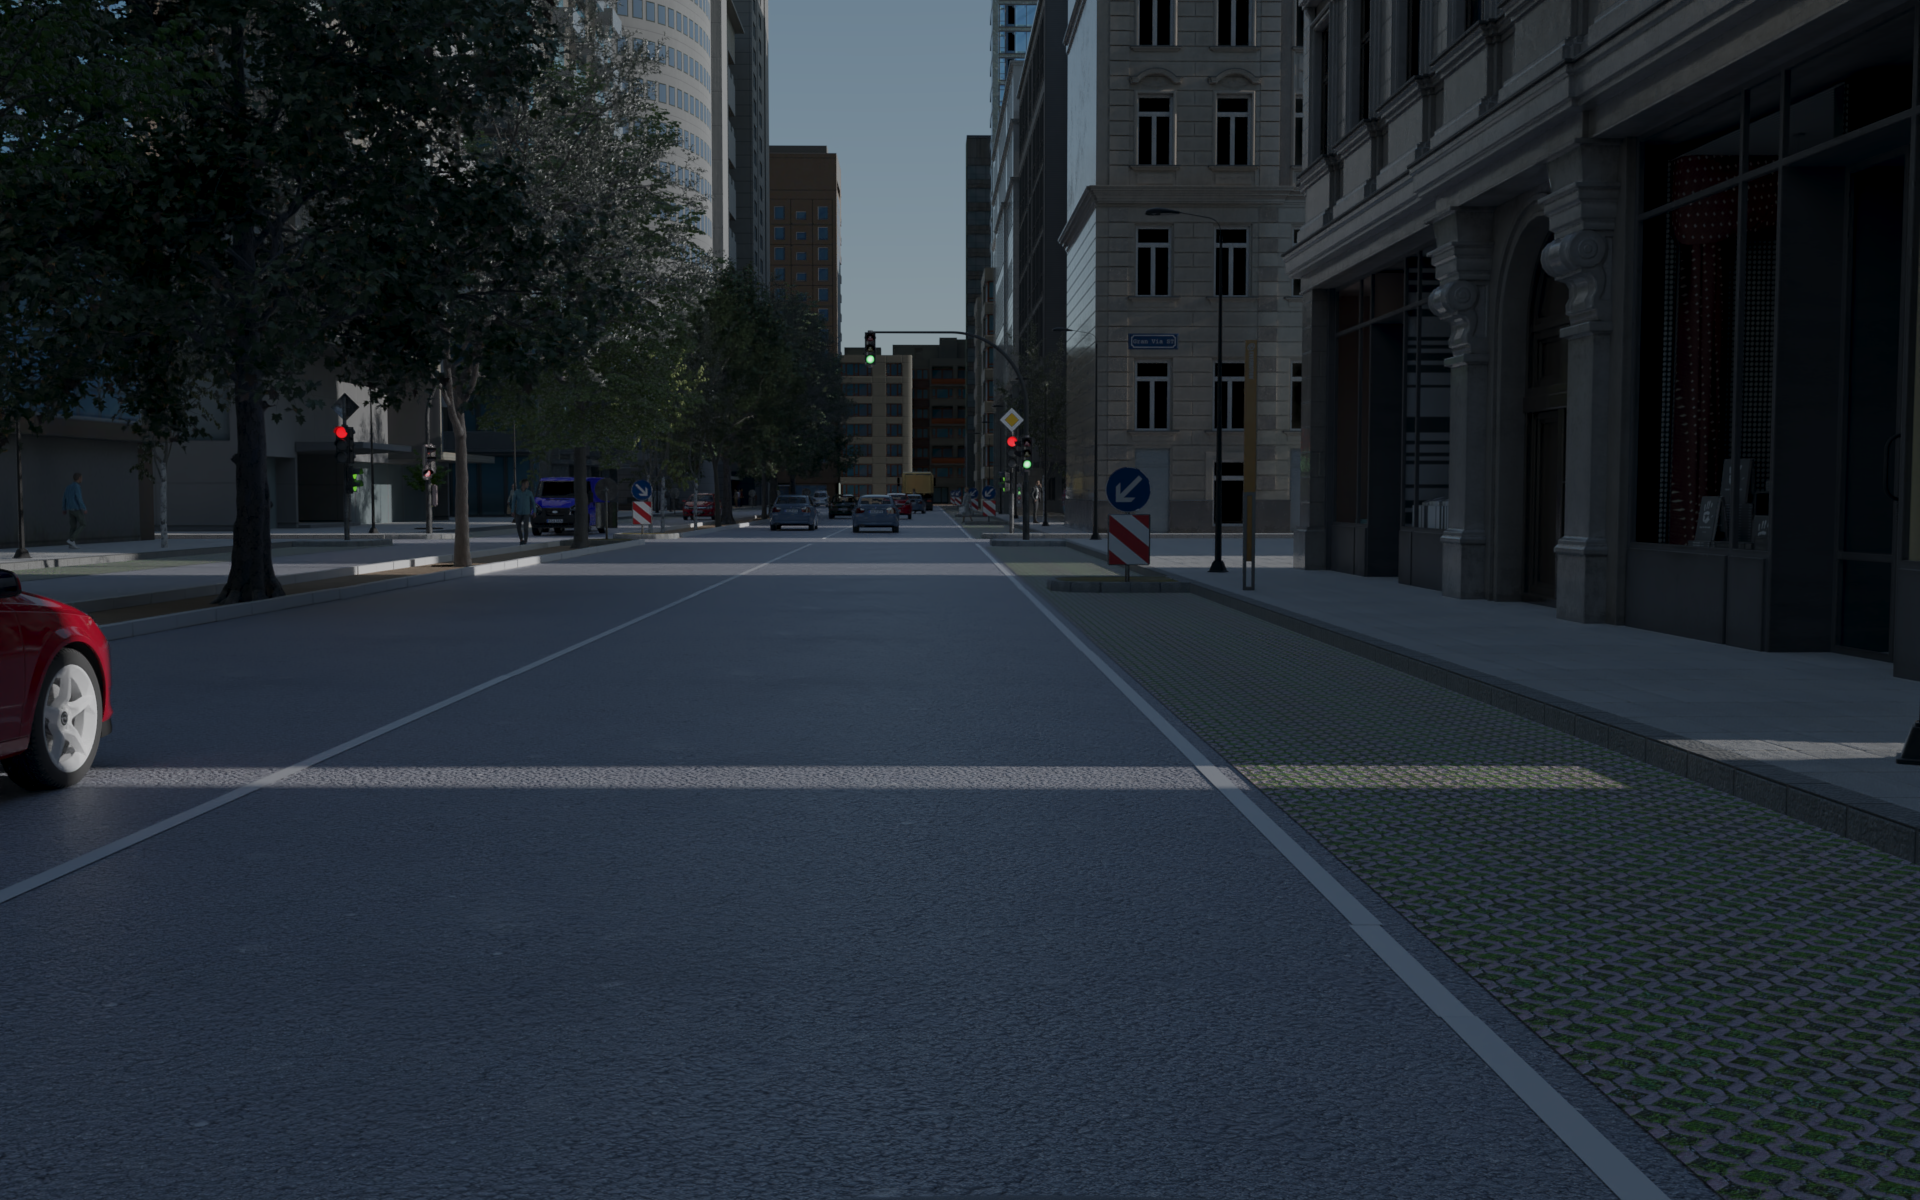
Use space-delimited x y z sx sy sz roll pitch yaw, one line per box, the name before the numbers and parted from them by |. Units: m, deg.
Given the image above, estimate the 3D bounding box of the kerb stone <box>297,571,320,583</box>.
kerb stone | -10.678 -0.363 28.137 0.120 0.150 1.000 0 4 -1

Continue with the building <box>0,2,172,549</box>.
building | -29.075 -23.868 40.356 14.200 45.320 14.600 0 4 -1

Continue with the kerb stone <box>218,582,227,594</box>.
kerb stone | -10.620 -0.176 25.068 0.120 0.150 1.000 0 4 -1

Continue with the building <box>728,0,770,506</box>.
building | -32.524 -46.301 195.277 20.611 71.187 20.563 0 4 -1

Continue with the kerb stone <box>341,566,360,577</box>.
kerb stone | -10.730 -0.489 30.188 0.120 0.150 1.000 0 4 -1

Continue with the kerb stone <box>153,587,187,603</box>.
kerb stone | -10.574 -0.050 23.008 0.120 0.150 1.000 0 4 -1

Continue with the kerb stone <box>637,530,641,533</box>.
kerb stone | -11.321 -2.338 60.418 0.120 0.150 1.000 0 4 -1

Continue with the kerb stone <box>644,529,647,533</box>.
kerb stone | -11.343 -2.399 61.442 0.120 0.150 1.000 0 4 -1

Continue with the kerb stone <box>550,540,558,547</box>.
kerb stone | -11.042 -1.492 46.587 0.120 0.150 1.000 0 4 -1

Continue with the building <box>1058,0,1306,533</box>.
building | 16.327 -16.160 61.483 25.104 27.353 12.463 0 4 -1

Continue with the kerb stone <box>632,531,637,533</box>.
kerb stone | -11.310 -2.275 59.396 0.120 0.150 1.000 0 4 -1

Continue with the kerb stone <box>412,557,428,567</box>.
kerb stone | -10.794 -0.740 34.294 0.120 0.150 1.000 0 4 -1

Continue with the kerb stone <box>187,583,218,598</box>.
kerb stone | -10.600 -0.113 24.047 0.120 0.150 1.000 0 4 -1

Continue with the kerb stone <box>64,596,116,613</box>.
kerb stone | -10.541 0.077 20.956 0.120 0.150 1.000 0 4 -1

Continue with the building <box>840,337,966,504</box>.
building | -0.764 -23.498 229.225 28.899 21.520 27.650 0 4 -1

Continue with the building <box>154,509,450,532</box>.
building | -35.935 -29.389 69.751 28.713 52.752 27.495 0 4 -1

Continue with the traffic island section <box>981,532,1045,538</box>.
traffic island section | 1.707 -2.096 56.547 2.009 0.180 2.903 0 4 -1

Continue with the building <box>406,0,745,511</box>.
building | -36.805 -35.639 171.936 28.713 52.752 27.495 0 4 -1

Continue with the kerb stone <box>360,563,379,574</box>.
kerb stone | -10.736 -0.550 31.212 0.120 0.150 1.000 0 4 -1

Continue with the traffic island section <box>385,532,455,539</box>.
traffic island section | -17.231 -2.073 56.177 2.009 0.180 2.903 0 4 -1

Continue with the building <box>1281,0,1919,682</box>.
building | 10.236 -10.841 28.152 10.553 20.767 40.483 0 4 -1

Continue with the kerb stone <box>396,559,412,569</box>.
kerb stone | -10.783 -0.677 33.272 0.120 0.150 1.000 0 4 -1

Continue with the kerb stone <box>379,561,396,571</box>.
kerb stone | -10.763 -0.612 32.238 0.120 0.150 1.000 0 4 -1

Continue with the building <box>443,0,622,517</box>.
building | -33.348 -29.799 106.829 23.786 49.044 30.456 0 4 -1

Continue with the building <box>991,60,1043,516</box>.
building | 8.190 -20.727 116.376 11.434 29.767 29.804 0 4 -1

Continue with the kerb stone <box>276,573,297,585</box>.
kerb stone | -10.657 -0.301 27.114 0.120 0.150 1.000 0 4 -1

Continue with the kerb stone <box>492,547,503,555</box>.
kerb stone | -10.921 -1.108 40.434 0.120 0.150 1.000 0 4 -1

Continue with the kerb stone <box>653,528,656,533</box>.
kerb stone | -11.373 -2.525 63.486 0.120 0.150 1.000 0 4 -1

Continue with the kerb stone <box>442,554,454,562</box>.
kerb stone | -10.856 -0.861 36.337 0.120 0.150 1.000 0 4 -1

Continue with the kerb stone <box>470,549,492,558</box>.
kerb stone | -10.902 -1.053 39.412 0.120 0.150 1.000 0 4 -1

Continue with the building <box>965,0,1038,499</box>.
building | 12.008 -52.836 176.543 22.319 86.520 31.000 0 4 -1

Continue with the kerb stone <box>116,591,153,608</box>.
kerb stone | -10.564 0.017 21.978 0.120 0.150 1.000 0 4 -1

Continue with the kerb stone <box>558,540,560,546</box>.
kerb stone | -11.064 -1.554 47.609 0.120 0.150 1.000 0 4 -1

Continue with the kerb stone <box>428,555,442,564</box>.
kerb stone | -10.820 -0.802 35.316 0.120 0.150 1.000 0 4 -1

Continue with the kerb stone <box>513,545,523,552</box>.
kerb stone | -10.965 -1.241 42.490 0.120 0.150 1.000 0 4 -1

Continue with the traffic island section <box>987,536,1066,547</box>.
traffic island section | 1.866 -1.607 48.563 2.009 0.180 2.903 0 4 -1

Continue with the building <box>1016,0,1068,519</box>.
building | 10.591 -18.068 88.922 14.314 27.812 24.014 0 4 -1

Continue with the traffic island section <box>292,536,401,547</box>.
traffic island section | -17.072 -1.585 48.193 2.009 0.180 2.903 0 4 -1

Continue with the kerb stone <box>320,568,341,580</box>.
kerb stone | -10.703 -0.421 29.163 0.120 0.150 1.000 0 4 -1

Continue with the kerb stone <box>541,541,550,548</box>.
kerb stone | -11.029 -1.427 45.562 0.120 0.150 1.000 0 4 -1

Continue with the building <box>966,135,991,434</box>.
building | 7.622 -31.606 200.344 14.154 41.232 14.086 0 4 -1

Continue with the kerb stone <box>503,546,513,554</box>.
kerb stone | -10.945 -1.178 41.461 0.120 0.150 1.000 0 4 -1

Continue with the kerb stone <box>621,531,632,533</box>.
kerb stone | -11.286 -2.212 58.364 0.120 0.150 1.000 0 4 -1

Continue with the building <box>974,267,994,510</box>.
building | 15.415 -18.468 146.985 27.650 21.520 28.899 0 4 -1

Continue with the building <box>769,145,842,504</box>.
building | -22.482 -34.963 221.759 14.200 45.320 14.600 0 4 -1

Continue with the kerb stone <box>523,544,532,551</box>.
kerb stone | -10.982 -1.304 43.518 0.120 0.150 1.000 0 4 -1

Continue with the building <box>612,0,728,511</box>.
building | -31.415 -36.823 144.060 21.231 58.520 28.212 0 4 -1

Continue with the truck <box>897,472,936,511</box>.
truck | -3.707 -9.444 150.325 3.469 3.379 9.791 0 4 -3

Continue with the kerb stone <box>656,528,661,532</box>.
kerb stone | -11.416 -2.645 65.532 0.120 0.150 1.000 0 4 -1

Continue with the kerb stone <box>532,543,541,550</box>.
kerb stone | -11.002 -1.365 44.540 0.120 0.150 1.000 0 4 -1
